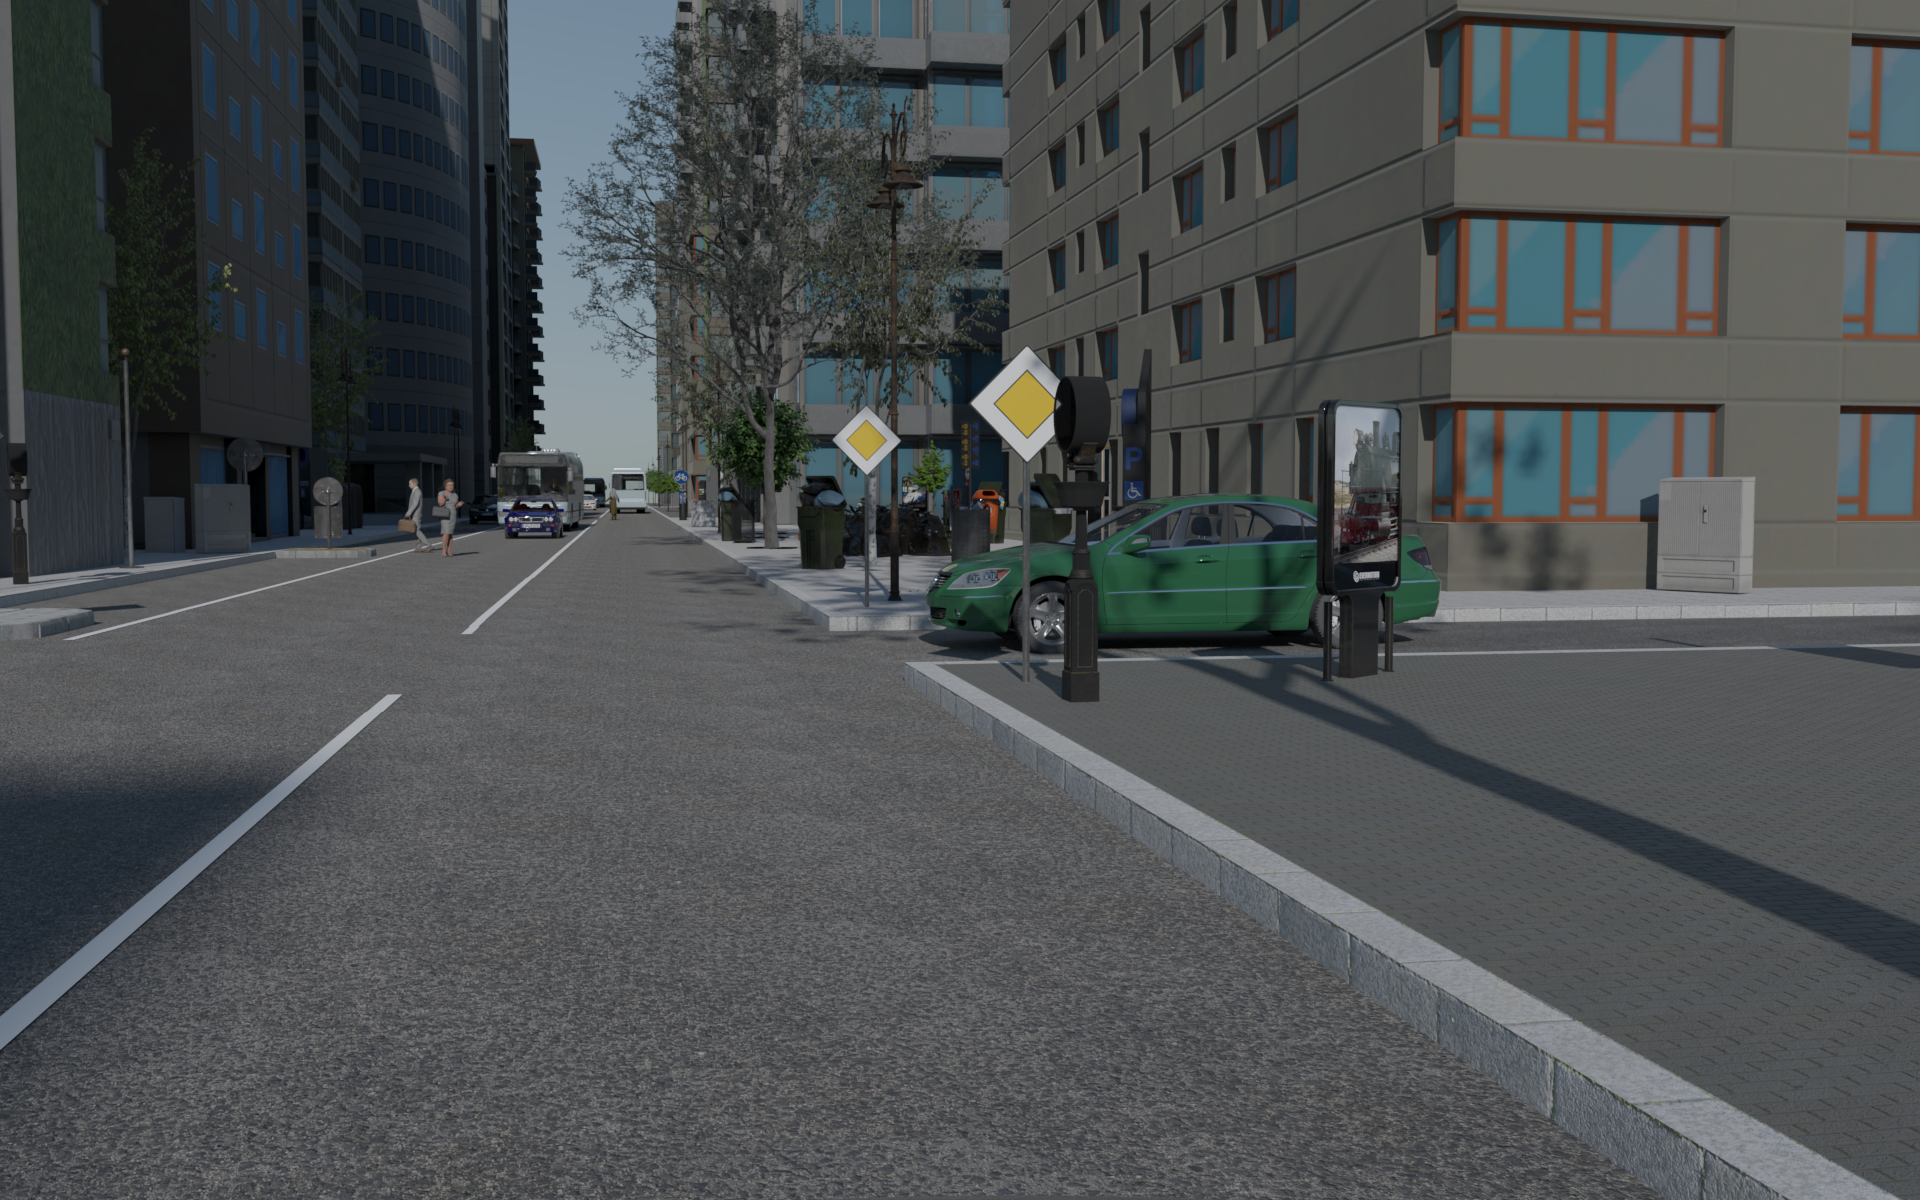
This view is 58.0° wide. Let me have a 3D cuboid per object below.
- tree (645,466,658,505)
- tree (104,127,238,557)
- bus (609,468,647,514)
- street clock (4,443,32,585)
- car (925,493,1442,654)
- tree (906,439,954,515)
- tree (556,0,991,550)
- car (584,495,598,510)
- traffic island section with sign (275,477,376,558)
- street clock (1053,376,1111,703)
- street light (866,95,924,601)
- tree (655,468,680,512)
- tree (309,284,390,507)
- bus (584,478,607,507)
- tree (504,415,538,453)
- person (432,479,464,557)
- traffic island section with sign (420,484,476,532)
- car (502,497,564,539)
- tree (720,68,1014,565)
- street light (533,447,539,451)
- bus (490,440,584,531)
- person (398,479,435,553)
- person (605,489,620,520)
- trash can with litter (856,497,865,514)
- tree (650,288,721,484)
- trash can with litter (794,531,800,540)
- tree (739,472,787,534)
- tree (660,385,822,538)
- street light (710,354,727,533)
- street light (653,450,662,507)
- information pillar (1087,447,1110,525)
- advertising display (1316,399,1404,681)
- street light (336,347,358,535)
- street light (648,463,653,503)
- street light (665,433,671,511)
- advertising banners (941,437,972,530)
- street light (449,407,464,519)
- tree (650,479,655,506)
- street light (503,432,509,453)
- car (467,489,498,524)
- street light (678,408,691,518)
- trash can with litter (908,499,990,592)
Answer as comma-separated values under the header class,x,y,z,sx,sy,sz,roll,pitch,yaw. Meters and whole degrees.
class,x,y,z,sx,sy,sz,roll,pitch,yaw
tree,-35.112,-13.166,198.969,4.285,4.588,4.351,0,3,0
tree,-17.049,-5.203,35.434,4.737,8.622,4.395,0,3,0
bus,-24.932,-8.272,130.108,2.948,3.499,13.247,-1,4,-11
street clock,-13.358,-1.224,24.577,0.358,2.002,0.471,-2,4,-33
car,2.109,-0.293,16.596,4.920,1.459,2.131,-1,4,-10
tree,-1.081,-4.086,61.409,1.663,3.219,1.824,0,3,0
tree,-4.556,-7.936,40.123,12.009,13.543,11.850,0,3,0
car,-33.234,-8.646,153.716,2.083,1.381,4.827,-1,4,-12
traffic island section with sign,-14.530,-1.906,39.797,1.989,1.847,2.006,-1,4,-11
street clock,0.749,-0.375,10.703,0.358,2.002,0.471,-1,4,-14
street light,-0.785,-2.928,20.653,0.468,5.910,1.993,-1,4,-11
tree,-21.178,-8.085,126.784,1.663,3.219,1.824,0,3,0
tree,-21.770,-6.701,59.917,4.737,8.622,4.395,0,3,0
bus,-40.169,-11.926,189.849,2.948,3.499,13.247,-1,4,-11
tree,-40.446,-12.717,158.286,4.737,8.622,4.395,0,3,0
person,-11.656,-1.867,39.391,0.532,1.782,0.716,3,5,40
traffic island section with sign,-19.602,-3.526,66.273,1.989,1.847,2.006,-1,4,-11
car,-13.933,-2.698,56.689,1.945,1.354,3.894,-1,4,-11
tree,-1.392,-4.940,31.137,4.360,8.622,3.978,0,3,0
street light,-42.458,-12.337,174.498,0.468,5.910,1.993,-1,4,-11
bus,-16.768,-4.576,69.684,2.948,3.499,13.247,-1,4,-9
person,-13.297,-2.060,42.305,0.853,1.813,0.709,-1,4,-19
person,-19.090,-5.253,95.109,0.721,1.736,1.217,2,4,28
trash can with litter,-3.274,-3.189,63.534,0.624,1.170,1.055,2,4,35
tree,-8.580,-6.752,60.750,4.360,8.622,3.978,0,3,0
trash can with litter,-4.071,-2.239,47.987,1.055,1.170,0.624,0,4,-3
tree,-6.034,-3.745,55.829,1.663,3.219,1.824,0,3,0
tree,-5.641,-4.093,50.641,4.285,4.588,4.351,0,3,0
street light,-7.903,-5.136,56.768,0.468,5.910,1.993,-1,4,-11
street light,-30.859,-12.510,177.327,0.468,5.910,1.993,-1,4,-11
information pillar,2.141,-1.372,26.922,0.304,2.012,0.304,2,4,24
advertising display,2.808,-0.424,12.146,0.123,1.923,0.974,3,5,43
street light,-19.298,-5.005,54.615,0.468,5.910,1.993,-1,4,-11
street light,-37.819,-14.721,213.472,0.468,5.910,1.993,-1,4,-11
street light,-22.292,-9.747,132.146,0.468,5.910,1.993,-1,4,-11
advertising banners,-0.100,-3.563,54.446,0.090,3.025,2.074,-2,4,-27
street light,-26.858,-7.342,92.825,0.468,5.910,1.993,-1,4,-11
tree,-33.305,-11.962,190.185,1.663,3.219,1.824,0,3,0
street light,-33.885,-9.586,129.525,0.468,5.910,1.993,-1,4,-11
car,-22.665,-4.501,83.376,2.009,1.686,4.222,-1,4,-12
street light,-15.306,-7.519,95.718,0.468,5.910,1.993,-1,4,-11
trash can with litter,0.514,-0.732,23.021,2.233,1.210,1.678,1,4,9
